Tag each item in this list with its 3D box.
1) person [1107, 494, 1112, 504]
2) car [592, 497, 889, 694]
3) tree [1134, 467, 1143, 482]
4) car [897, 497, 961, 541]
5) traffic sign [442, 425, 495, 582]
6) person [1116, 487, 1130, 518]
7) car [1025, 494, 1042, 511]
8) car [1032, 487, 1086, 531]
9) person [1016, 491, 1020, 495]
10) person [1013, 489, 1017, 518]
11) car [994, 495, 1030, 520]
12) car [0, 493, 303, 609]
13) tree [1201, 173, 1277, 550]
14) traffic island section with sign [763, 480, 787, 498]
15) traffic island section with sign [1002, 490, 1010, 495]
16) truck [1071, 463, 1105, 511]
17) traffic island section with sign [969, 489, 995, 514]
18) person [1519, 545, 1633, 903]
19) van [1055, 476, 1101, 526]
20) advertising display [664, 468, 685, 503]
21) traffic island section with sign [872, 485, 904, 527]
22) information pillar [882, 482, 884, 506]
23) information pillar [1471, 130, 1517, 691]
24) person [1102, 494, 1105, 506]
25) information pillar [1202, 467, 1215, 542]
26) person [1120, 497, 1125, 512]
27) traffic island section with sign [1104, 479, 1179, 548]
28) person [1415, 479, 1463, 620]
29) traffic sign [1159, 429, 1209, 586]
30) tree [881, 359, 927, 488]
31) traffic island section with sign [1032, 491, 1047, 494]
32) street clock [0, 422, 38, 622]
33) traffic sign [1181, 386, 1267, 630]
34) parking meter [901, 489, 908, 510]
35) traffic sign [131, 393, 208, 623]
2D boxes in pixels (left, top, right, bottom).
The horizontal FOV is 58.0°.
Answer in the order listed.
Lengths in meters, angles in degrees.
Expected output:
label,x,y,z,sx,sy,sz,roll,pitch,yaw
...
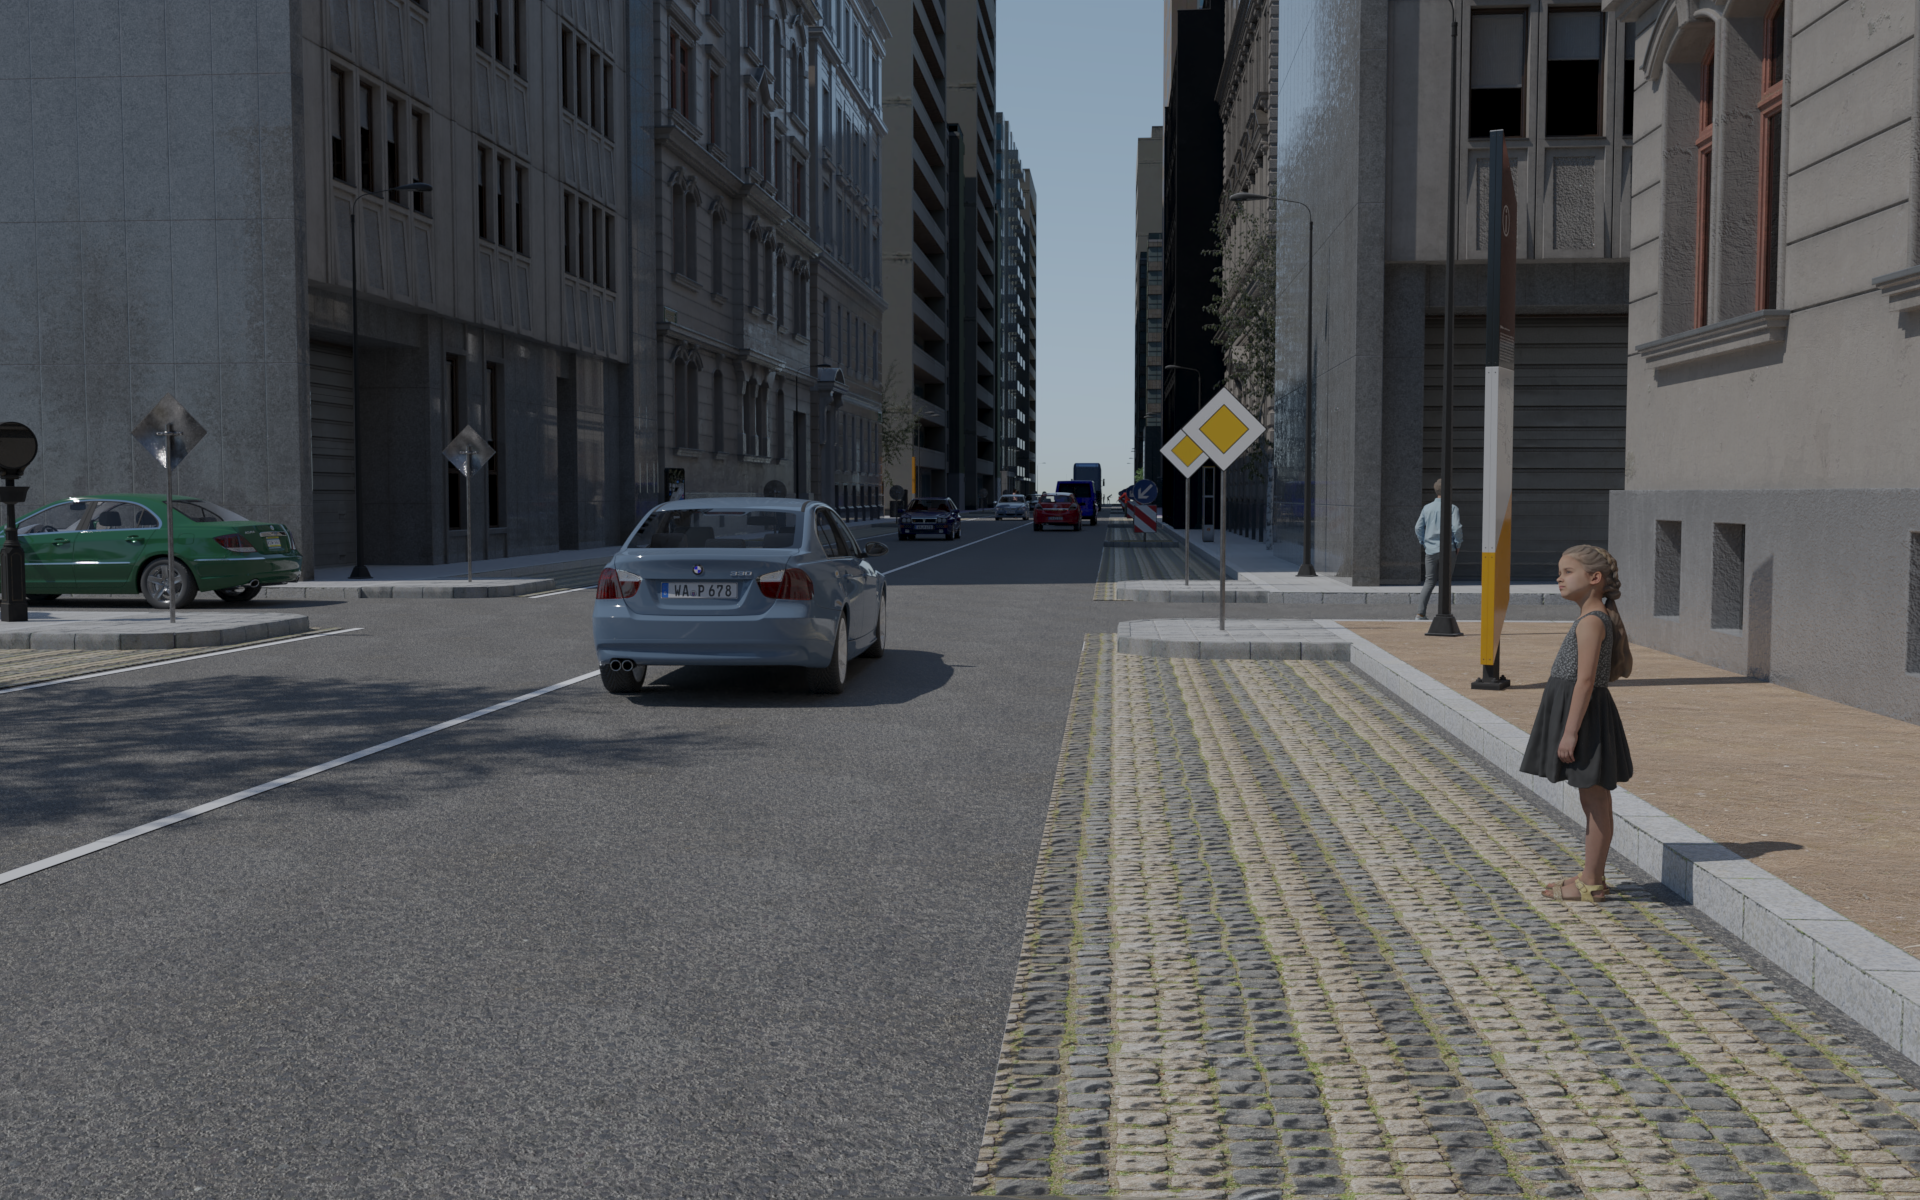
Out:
label,x,y,z,sx,sy,sz,roll,pitch,yaw
person,21.850,-14.742,252.720,0.799,1.438,0.628,-1,4,-11
car,-1.620,-0.106,13.737,2.014,1.417,4.499,0,4,3
tree,19.874,-12.116,181.811,4.285,4.588,4.351,0,3,0
car,-0.943,-2.568,54.570,1.945,1.354,3.894,0,4,5
traffic sign,-7.126,-1.315,25.138,0.795,2.450,0.064,0,4,5
person,10.046,-5.841,103.936,1.348,1.831,0.705,0,4,-4
car,5.734,-7.525,132.815,2.009,1.686,4.222,0,4,4
car,3.857,-3.609,68.053,2.155,1.783,4.494,0,4,6
person,5.195,-8.861,154.063,1.217,1.739,0.721,-2,4,-29
person,3.301,-5.658,101.716,0.721,1.736,1.217,0,4,1
car,2.891,-5.106,95.481,2.014,1.417,4.499,0,4,5
car,-11.121,-0.657,22.542,4.920,1.459,2.131,0,4,7
tree,7.303,-5.459,39.610,4.360,8.622,3.978,0,3,0
traffic island section with sign,-5.139,-2.393,47.756,1.989,1.847,2.006,0,4,5
traffic island section with sign,4.096,-8.732,151.400,1.989,1.847,2.006,0,4,5
truck,10.319,-9.374,143.027,2.967,4.110,18.799,0,4,6
traffic island section with sign,1.708,-7.090,124.550,1.989,1.847,2.006,0,4,5
person,2.171,0.433,6.090,0.373,1.253,0.362,2,4,25
van,5.392,-4.639,80.239,2.240,2.365,5.245,0,4,6
advertising display,-7.019,-2.289,42.640,0.123,1.923,0.974,1,4,15
traffic island section with sign,-2.722,-4.051,74.866,1.989,1.847,2.006,0,4,5
information pillar,-4.368,-5.609,96.200,0.304,2.012,0.304,-1,4,-12
information pillar,3.559,-1.228,11.440,0.183,3.616,0.504,2,4,29
person,17.933,-12.536,216.681,0.599,1.433,0.991,-1,4,-18
information pillar,6.636,-2.556,46.279,0.304,2.012,0.304,0,4,3
person,12.524,-7.579,132.373,0.705,1.831,1.348,0,4,-8
traffic island section with sign,4.901,-2.346,46.987,1.989,1.847,2.006,0,4,5
person,5.270,-0.530,18.972,0.330,1.601,0.589,-2,4,-34
traffic sign,3.175,-1.257,24.202,0.795,2.450,0.064,0,4,5
tree,-4.108,-8.714,92.842,4.360,8.622,3.978,0,3,0
traffic island section with sign,9.027,-12.111,206.635,1.989,1.847,2.006,0,4,5
street clock,-9.532,-0.785,17.401,0.358,2.002,0.471,3,5,39
traffic sign,2.466,-0.771,16.248,0.795,2.450,0.064,0,4,5
parking meter,-2.923,-5.052,91.011,0.372,1.533,0.369,0,3,0
traffic sign,-7.836,-0.828,17.184,0.795,2.450,0.064,0,4,5
